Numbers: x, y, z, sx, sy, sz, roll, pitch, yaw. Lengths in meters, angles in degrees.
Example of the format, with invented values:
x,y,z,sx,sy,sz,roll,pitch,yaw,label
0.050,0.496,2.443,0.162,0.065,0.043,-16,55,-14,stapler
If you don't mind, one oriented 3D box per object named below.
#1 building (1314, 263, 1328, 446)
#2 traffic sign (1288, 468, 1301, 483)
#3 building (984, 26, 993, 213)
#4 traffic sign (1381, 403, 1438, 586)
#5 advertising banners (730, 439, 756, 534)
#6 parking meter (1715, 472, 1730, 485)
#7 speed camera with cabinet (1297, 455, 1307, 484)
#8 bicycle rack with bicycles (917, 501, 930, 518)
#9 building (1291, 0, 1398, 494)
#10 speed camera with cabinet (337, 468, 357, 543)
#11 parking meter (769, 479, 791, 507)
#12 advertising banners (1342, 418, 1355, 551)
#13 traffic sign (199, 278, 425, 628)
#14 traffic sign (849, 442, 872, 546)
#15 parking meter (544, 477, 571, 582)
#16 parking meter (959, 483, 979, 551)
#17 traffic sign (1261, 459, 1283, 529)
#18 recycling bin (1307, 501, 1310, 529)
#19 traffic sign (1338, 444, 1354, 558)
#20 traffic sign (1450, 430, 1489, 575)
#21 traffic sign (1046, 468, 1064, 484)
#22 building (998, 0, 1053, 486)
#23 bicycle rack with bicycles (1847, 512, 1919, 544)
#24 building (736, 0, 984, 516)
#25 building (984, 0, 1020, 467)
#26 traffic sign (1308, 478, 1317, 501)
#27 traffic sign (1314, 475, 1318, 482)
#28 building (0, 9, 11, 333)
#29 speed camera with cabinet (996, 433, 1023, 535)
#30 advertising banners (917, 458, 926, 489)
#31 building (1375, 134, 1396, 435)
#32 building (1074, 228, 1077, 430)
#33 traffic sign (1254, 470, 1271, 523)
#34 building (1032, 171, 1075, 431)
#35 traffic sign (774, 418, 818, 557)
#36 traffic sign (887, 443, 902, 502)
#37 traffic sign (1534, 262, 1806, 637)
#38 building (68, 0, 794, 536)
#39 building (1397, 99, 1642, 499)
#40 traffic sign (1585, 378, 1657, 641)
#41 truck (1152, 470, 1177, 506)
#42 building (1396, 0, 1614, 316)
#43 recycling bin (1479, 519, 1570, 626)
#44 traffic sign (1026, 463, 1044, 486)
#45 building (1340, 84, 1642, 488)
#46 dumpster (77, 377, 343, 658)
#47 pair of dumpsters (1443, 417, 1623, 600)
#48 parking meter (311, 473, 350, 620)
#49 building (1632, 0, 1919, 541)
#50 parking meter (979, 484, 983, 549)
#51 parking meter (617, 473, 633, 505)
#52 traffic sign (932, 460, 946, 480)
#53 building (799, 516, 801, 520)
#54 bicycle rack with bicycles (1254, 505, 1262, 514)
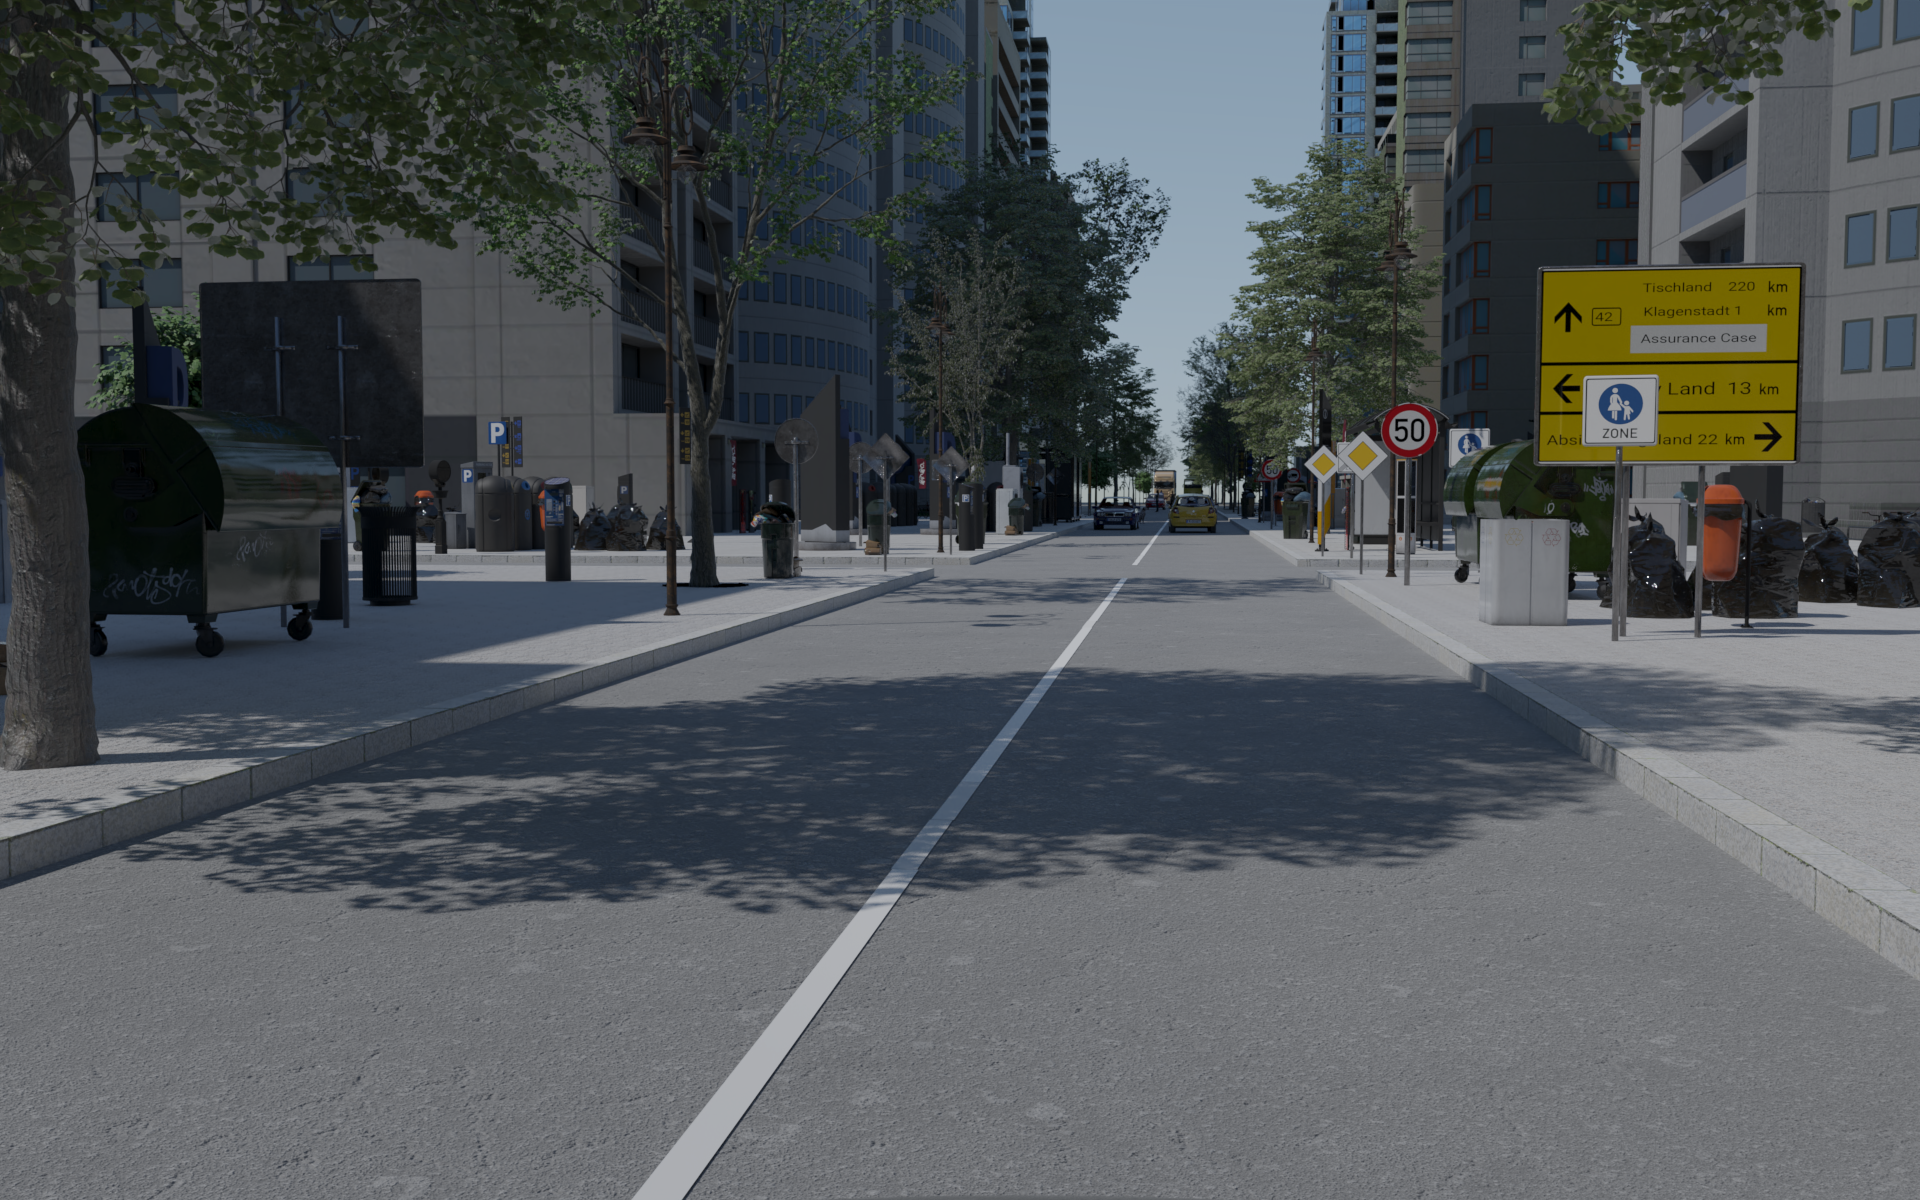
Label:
x,y,z,sx,sy,sz,roll,pitch,yaw,label
64.638,-34.278,252.328,32.217,40.220,23.993,0,4,7,building
16.063,-5.108,83.616,0.768,2.556,0.104,1,4,13,traffic sign
-4.964,-28.403,147.983,14.154,41.232,14.086,0,4,7,building
6.268,-1.474,24.213,0.768,2.556,0.104,1,4,14,traffic sign
-7.086,-3.687,56.477,0.090,3.025,2.074,1,4,16,advertising banners
20.216,-2.461,45.952,0.255,1.863,0.399,0,4,-4,parking meter
16.407,-5.674,87.110,2.038,3.252,0.660,1,4,14,speed camera with cabinet
-1.209,-5.762,107.597,2.925,0.926,2.852,2,4,32,bicycle rack with bicycles
55.635,-55.764,224.415,22.319,86.520,31.000,0,4,7,building
-16.345,-3.152,45.876,0.660,3.252,2.038,-2,4,-31,speed camera with cabinet
-3.058,-1.290,29.499,0.372,1.533,0.369,0,3,0,parking meter
8.875,-2.654,39.584,0.090,3.025,2.074,0,4,6,advertising banners
-6.201,-1.387,16.554,2.265,3.308,0.079,1,4,9,traffic sign
-2.437,-2.584,42.351,0.768,2.556,0.104,1,4,13,traffic sign
-5.923,-1.045,25.496,0.372,1.533,0.369,0,3,0,parking meter
0.157,-1.879,39.128,0.372,1.533,0.369,0,3,0,parking meter
11.405,-3.867,63.327,0.768,2.556,0.104,1,4,14,traffic sign
12.599,-3.154,64.128,0.722,1.027,0.722,2,4,29,recycling bin
7.806,-1.978,34.462,0.606,2.300,0.079,1,4,11,traffic sign
8.009,-1.538,27.273,0.606,2.300,0.079,1,4,17,traffic sign
4.054,-4.452,73.979,0.795,2.450,0.064,1,4,17,traffic sign
1.424,-55.570,221.239,22.319,86.520,31.000,0,4,7,building
19.472,-1.348,35.428,2.852,0.926,2.925,1,4,14,bicycle rack with bicycles
-10.281,-35.771,126.862,21.231,58.520,28.212,0,4,7,building
-5.860,-33.185,166.275,21.300,48.544,21.600,0,4,7,building
17.221,-5.113,83.605,0.884,2.594,0.081,1,4,12,traffic sign
15.854,-4.667,76.411,0.768,2.556,0.104,1,4,15,traffic sign
-55.071,-23.119,69.879,23.993,40.220,32.217,0,4,7,building
1.606,-3.738,55.459,0.660,3.252,2.038,1,4,11,speed camera with cabinet
-1.178,-5.409,84.631,2.074,3.025,0.090,2,4,24,advertising banners
40.885,-22.587,141.001,14.160,30.474,14.107,0,4,7,building
10.116,-35.179,258.770,14.154,41.232,14.086,0,4,7,building
13.427,-4.680,76.528,0.884,2.594,0.081,1,4,15,traffic sign
8.800,-36.341,244.280,14.600,45.320,14.200,0,4,7,building
-2.755,-1.773,29.090,0.768,2.556,0.104,1,4,11,traffic sign
-1.720,-2.530,41.469,0.768,2.556,0.104,1,4,16,traffic sign
6.288,-1.320,15.448,2.265,3.308,0.079,0,4,8,traffic sign
-17.117,-38.147,61.949,20.563,71.187,20.611,0,4,7,building
38.252,-14.955,89.557,27.650,21.520,28.899,0,4,7,building
5.710,-0.789,15.032,0.606,2.300,0.079,1,4,17,traffic sign
23.979,-13.065,202.521,2.839,4.237,11.283,1,4,8,truck
38.774,-27.092,126.541,14.154,41.232,14.086,0,4,7,building
5.580,-0.282,17.158,0.722,1.027,0.722,0,4,6,recycling bin
3.093,-4.368,71.529,0.768,2.556,0.104,1,4,12,traffic sign
51.905,-28.542,158.537,32.217,40.220,23.993,0,4,7,building
-6.278,-0.725,14.353,1.502,2.255,1.985,0,4,8,dumpster
7.511,-1.247,22.881,1.574,2.255,4.437,0,4,7,pair of dumpsters
-6.466,-0.571,17.741,0.372,1.533,0.369,0,3,0,parking meter
37.580,-31.174,51.692,28.212,58.520,21.231,0,4,7,building
0.361,-1.955,40.378,0.372,1.533,0.369,0,3,0,parking meter
-9.441,-2.638,48.847,0.399,1.863,0.255,1,4,9,parking meter
-0.549,-3.031,51.679,0.606,2.300,0.079,1,4,10,traffic sign
-15.731,-33.809,94.783,21.231,58.520,28.212,0,4,7,building
18.840,-5.580,104.619,2.925,0.926,2.852,2,4,23,bicycle rack with bicycles
